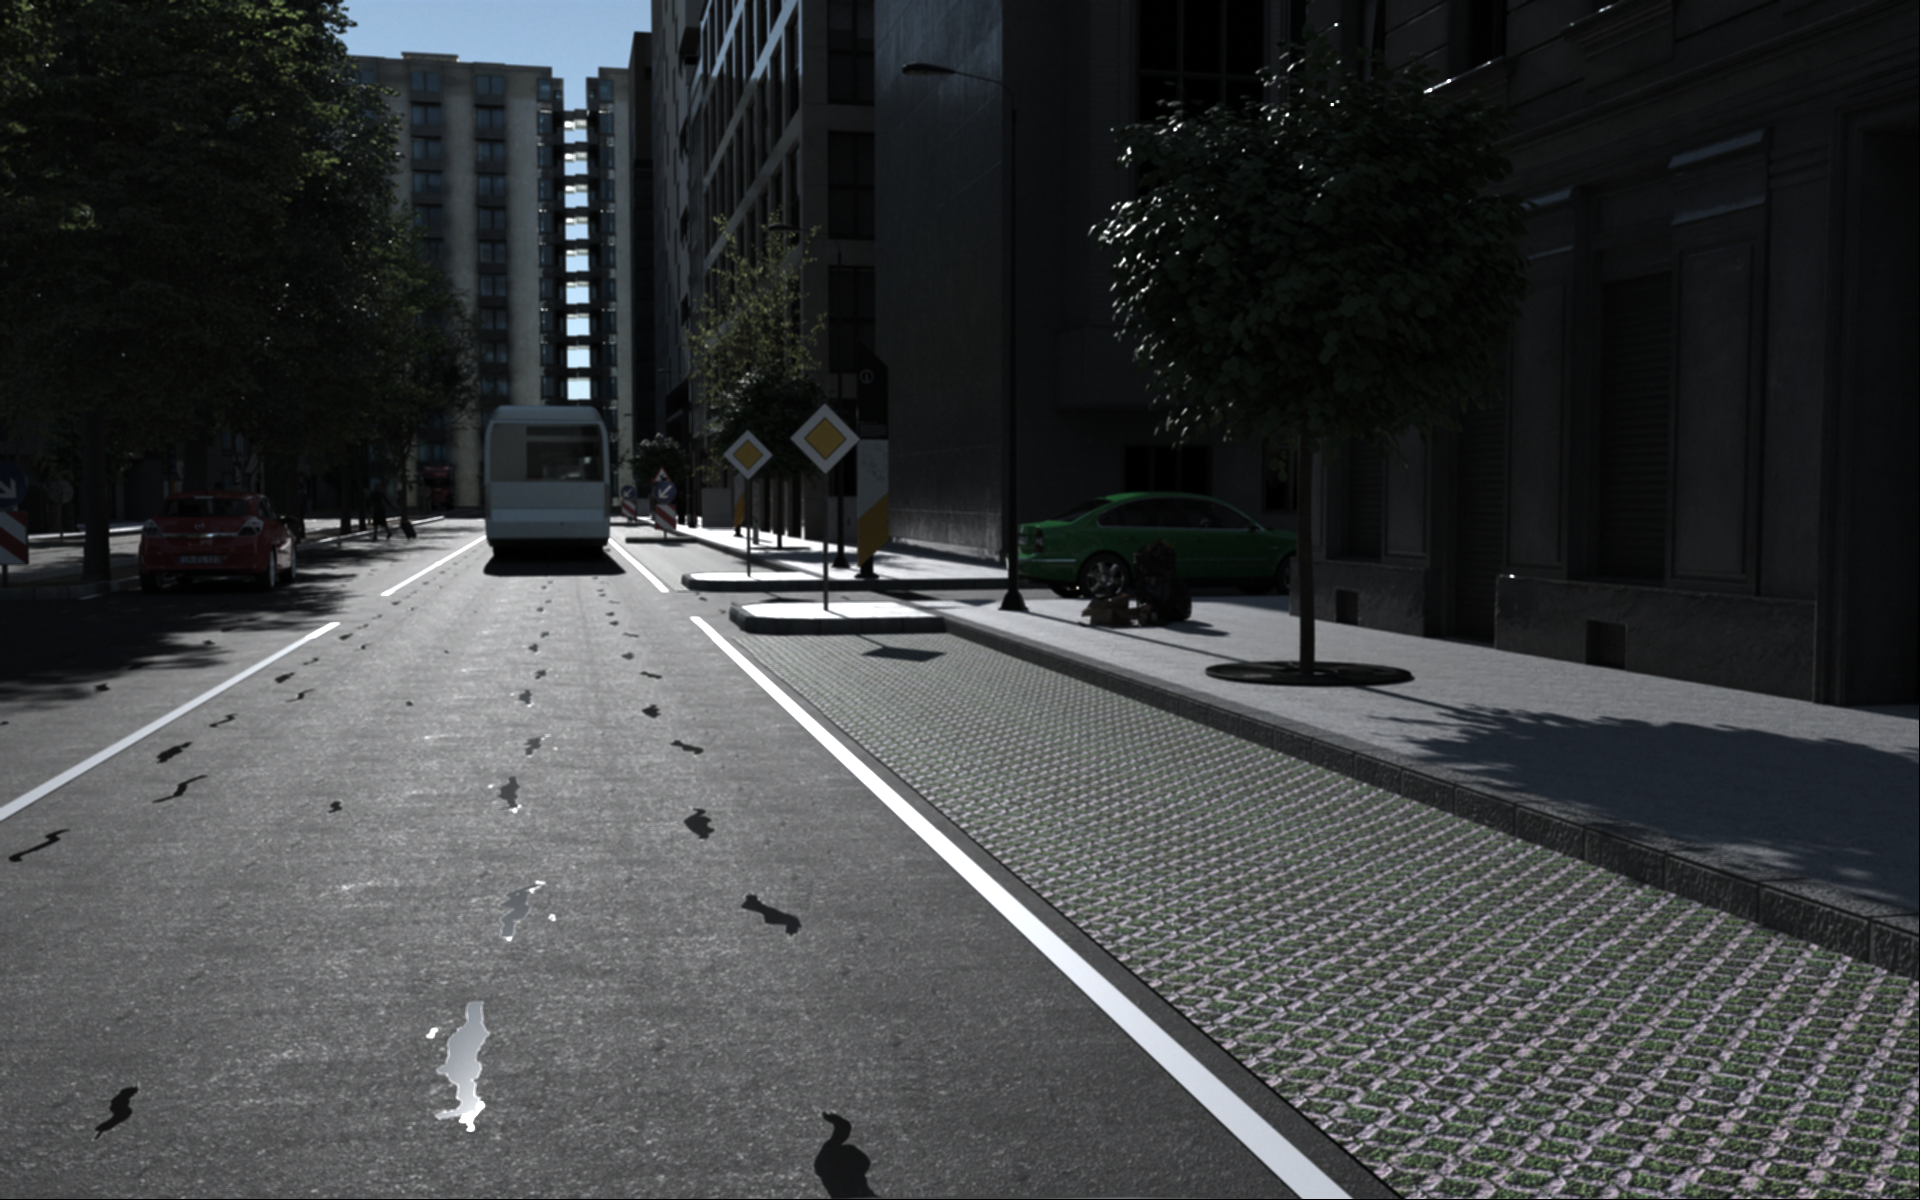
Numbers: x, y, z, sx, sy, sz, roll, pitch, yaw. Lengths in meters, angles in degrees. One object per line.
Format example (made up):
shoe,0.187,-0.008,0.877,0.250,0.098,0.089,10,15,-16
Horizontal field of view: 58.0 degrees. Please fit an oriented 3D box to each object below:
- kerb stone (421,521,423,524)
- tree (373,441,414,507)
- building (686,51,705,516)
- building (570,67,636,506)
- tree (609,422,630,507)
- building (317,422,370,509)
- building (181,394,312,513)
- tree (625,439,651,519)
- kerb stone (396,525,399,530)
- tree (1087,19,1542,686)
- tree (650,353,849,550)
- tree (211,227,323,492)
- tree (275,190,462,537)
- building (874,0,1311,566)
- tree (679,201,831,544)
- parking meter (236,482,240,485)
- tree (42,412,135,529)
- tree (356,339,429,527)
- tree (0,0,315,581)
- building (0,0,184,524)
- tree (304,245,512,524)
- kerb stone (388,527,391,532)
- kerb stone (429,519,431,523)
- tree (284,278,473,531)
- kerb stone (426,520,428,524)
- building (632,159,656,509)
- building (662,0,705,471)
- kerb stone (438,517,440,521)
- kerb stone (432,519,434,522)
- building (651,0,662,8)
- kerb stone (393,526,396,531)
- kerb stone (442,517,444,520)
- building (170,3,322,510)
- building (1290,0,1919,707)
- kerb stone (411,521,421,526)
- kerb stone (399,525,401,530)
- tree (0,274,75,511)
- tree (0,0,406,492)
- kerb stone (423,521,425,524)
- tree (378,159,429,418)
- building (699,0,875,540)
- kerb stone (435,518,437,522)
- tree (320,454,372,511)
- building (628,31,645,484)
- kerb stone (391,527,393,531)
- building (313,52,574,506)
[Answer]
kerb stone,-24.984,-3.522,79.831,0.120,0.150,1.000,-1,4,-13
tree,-56.110,-13.535,171.662,4.360,8.622,3.978,0,3,0
building,-7.644,-16.768,92.172,12.078,24.808,19.932,-1,4,-13
building,-28.003,-35.303,196.808,30.456,49.044,23.786,-1,4,-13
tree,-35.609,-13.821,176.331,4.360,8.622,3.978,0,3,0
building,-69.990,-51.316,151.683,31.000,86.520,22.319,-1,4,-13
building,-56.934,-16.020,106.965,27.650,21.520,28.899,-1,4,-13
tree,-15.597,-6.494,89.897,4.285,4.588,4.351,0,3,0
kerb stone,-22.197,-2.791,67.828,0.120,0.150,1.000,-1,4,-13
tree,2.515,-1.742,12.198,4.285,4.588,4.351,0,3,0
tree,-4.141,-3.452,40.154,4.285,4.588,4.351,0,3,0
tree,-17.948,-5.532,43.260,4.737,8.622,4.395,0,3,0
tree,-20.615,-7.942,58.057,9.928,11.665,9.643,0,3,0
building,14.025,-13.422,38.522,30.058,24.678,14.314,-1,4,-13
tree,-5.258,-5.741,44.233,4.360,8.622,3.978,0,3,0
parking meter,-35.506,-4.874,85.401,0.255,1.863,0.399,0,4,-5
tree,-32.001,-4.885,63.583,4.285,4.588,4.351,0,3,0
tree,-24.653,-7.394,73.717,4.737,8.622,4.395,0,3,0
tree,-13.490,-6.489,26.679,7.486,12.596,7.792,0,3,0
building,-42.954,-18.558,75.130,14.160,30.474,14.107,-1,4,-13
tree,-26.617,-10.386,82.633,12.009,13.543,11.850,0,3,0
kerb stone,-21.516,-2.608,64.830,0.120,0.150,1.000,-1,4,-13
kerb stone,-26.134,-3.824,84.824,0.120,0.150,1.000,-1,4,-13
tree,-23.019,-7.936,66.616,8.767,10.594,7.601,-1,4,-13
kerb stone,-25.668,-3.708,82.824,0.120,0.150,1.000,-1,4,-13
building,-21.865,-23.349,153.463,14.160,30.474,14.107,-1,4,-13
building,-6.307,-32.494,120.512,28.713,52.752,27.495,-1,4,-13
kerb stone,-27.523,-4.197,90.821,0.120,0.150,1.000,-1,4,-13
kerb stone,-26.596,-3.952,86.816,0.120,0.150,1.000,-1,4,-13
building,-17.308,-29.936,139.561,14.600,45.320,14.200,-1,4,-13
kerb stone,-21.979,-2.730,66.829,0.120,0.150,1.000,-1,4,-13
kerb stone,-28.212,-4.381,93.822,0.120,0.150,1.000,-1,4,-13
building,-56.028,-29.261,128.522,14.600,45.320,14.200,-1,4,-13
building,10.053,-9.840,10.040,9.793,20.994,18.267,-1,4,-13
kerb stone,-24.753,-3.464,78.835,0.120,0.150,1.000,-1,4,-13
kerb stone,-22.438,-2.852,68.829,0.120,0.150,1.000,-1,4,-13
tree,-28.966,-6.282,53.075,4.737,8.622,4.395,0,3,0
tree,-16.003,-7.750,35.831,9.857,13.997,8.962,0,3,0
kerb stone,-25.208,-3.586,80.829,0.120,0.150,1.000,-1,4,-13
tree,-19.189,-7.875,49.336,7.486,12.596,7.792,0,3,0
building,1.181,-16.018,66.409,19.350,26.468,34.151,-1,4,-13
kerb stone,-27.064,-4.074,88.826,0.120,0.150,1.000,-1,4,-13
tree,-49.789,-9.657,141.610,4.285,4.588,4.351,0,3,0
building,-24.513,-31.633,167.318,14.600,45.320,14.200,-1,4,-13
kerb stone,-21.748,-2.669,65.833,0.120,0.150,1.000,-1,4,-13
building,-57.937,-34.953,191.086,30.456,49.044,23.786,-1,4,-13
